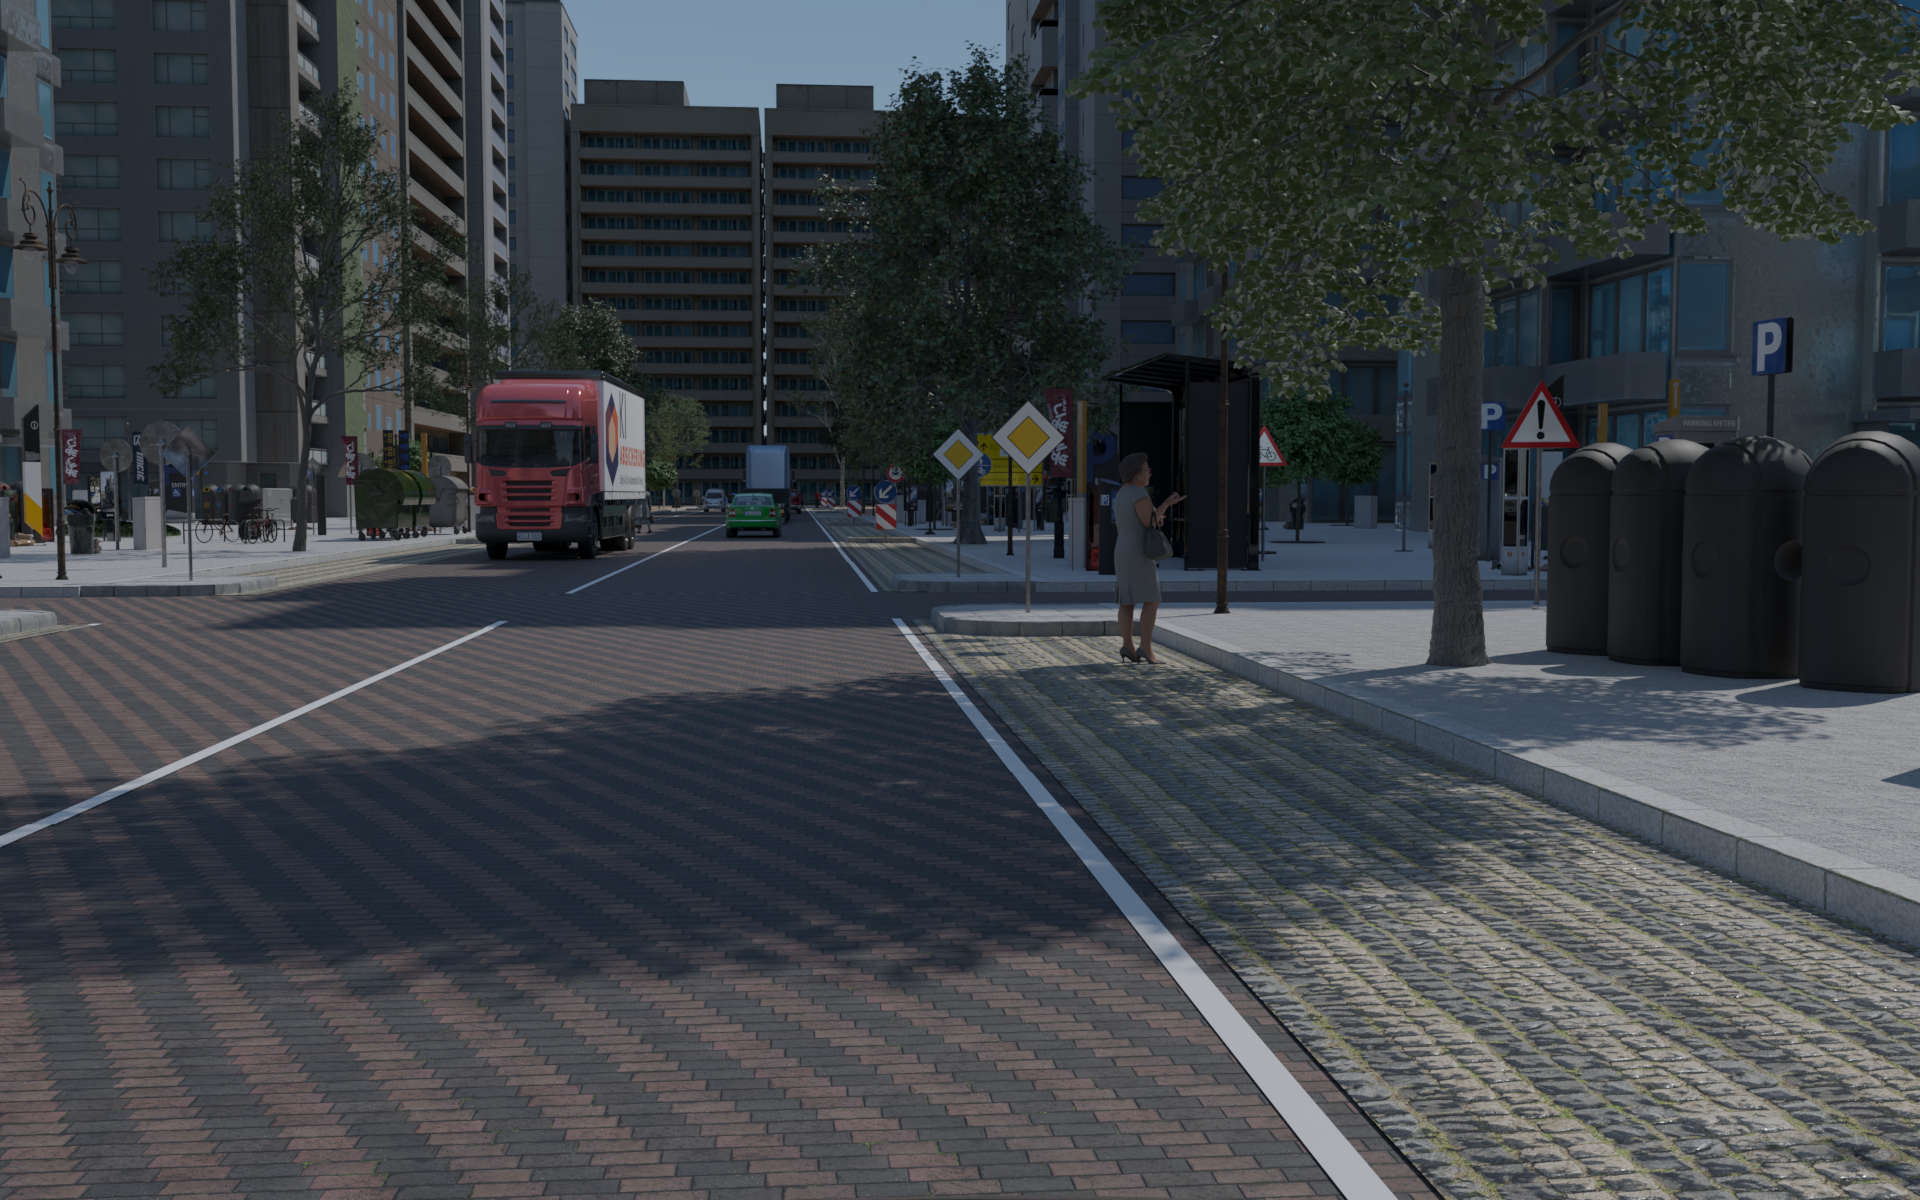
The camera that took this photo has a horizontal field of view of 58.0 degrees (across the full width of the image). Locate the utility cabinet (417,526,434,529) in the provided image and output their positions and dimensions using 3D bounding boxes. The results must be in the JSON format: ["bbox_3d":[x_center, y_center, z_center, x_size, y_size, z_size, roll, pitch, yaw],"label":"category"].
[{"bbox_3d":[-19.299,-3.108,61.983,1.020,1.237,0.306,0,4,-2],"label":"utility cabinet"}]

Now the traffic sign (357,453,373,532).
[{"bbox_3d":[-18.463,-3.256,53.335,0.768,2.556,0.104,0,4,-3],"label":"traffic sign"}]

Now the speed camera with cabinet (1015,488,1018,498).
[{"bbox_3d":[3.860,-6.087,93.864,2.038,3.252,0.660,3,5,43],"label":"speed camera with cabinet"}]

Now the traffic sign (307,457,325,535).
[{"bbox_3d":[-20.315,-3.254,54.380,0.795,2.450,0.064,0,4,-1],"label":"traffic sign"}]

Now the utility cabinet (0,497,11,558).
[{"bbox_3d":[-19.283,-1.417,34.324,0.306,1.237,1.020,0,4,5],"label":"utility cabinet"}]

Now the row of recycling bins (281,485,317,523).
[{"bbox_3d":[-29.629,-4.301,77.437,1.069,1.692,3.534,-2,4,-35],"label":"row of recycling bins"}]

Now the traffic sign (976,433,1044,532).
[{"bbox_3d":[1.656,-3.912,57.826,2.265,3.308,0.079,0,3,0],"label":"traffic sign"}]

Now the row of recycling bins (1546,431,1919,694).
[{"bbox_3d":[5.577,-0.344,12.744,1.069,1.692,3.534,-1,4,-17],"label":"row of recycling bins"}]

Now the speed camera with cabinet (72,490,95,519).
[{"bbox_3d":[-38.237,-4.903,74.507,2.038,3.252,0.660,-2,4,-28],"label":"speed camera with cabinet"}]

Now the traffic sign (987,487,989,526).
[{"bbox_3d":[1.114,-4.254,69.658,0.768,2.556,0.104,0,4,3],"label":"traffic sign"}]

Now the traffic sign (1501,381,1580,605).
[{"bbox_3d":[6.684,-1.223,20.005,0.884,2.594,0.081,0,4,4],"label":"traffic sign"}]

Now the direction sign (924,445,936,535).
[{"bbox_3d":[-0.951,-3.843,54.832,0.379,3.537,0.876,0,4,3],"label":"direction sign"}]

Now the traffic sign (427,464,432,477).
[{"bbox_3d":[-22.765,-4.536,74.275,0.768,2.556,0.104,0,3,0],"label":"traffic sign"}]

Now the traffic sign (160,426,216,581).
[{"bbox_3d":[-11.373,-1.340,25.558,0.795,2.450,0.064,0,4,-5],"label":"traffic sign"}]

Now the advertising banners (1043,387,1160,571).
[{"bbox_3d":[2.354,-1.994,28.789,2.074,3.025,0.090,-1,4,-18],"label":"advertising banners"}]

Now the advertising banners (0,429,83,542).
[{"bbox_3d":[-24.592,-3.070,46.380,2.074,3.025,0.090,-1,4,-20],"label":"advertising banners"}]

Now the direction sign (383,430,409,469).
[{"bbox_3d":[-19.917,-4.235,61.238,0.876,3.537,0.379,-2,4,-26],"label":"direction sign"}]

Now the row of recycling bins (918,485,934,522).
[{"bbox_3d":[-1.866,-4.441,79.720,1.069,1.692,3.534,1,4,9],"label":"row of recycling bins"}]

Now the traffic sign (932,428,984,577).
[{"bbox_3d":[-0.028,-1.405,26.616,0.795,2.450,0.064,0,4,-5],"label":"traffic sign"}]

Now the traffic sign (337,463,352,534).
[{"bbox_3d":[-19.563,-3.399,55.583,0.884,2.594,0.081,0,4,1],"label":"traffic sign"}]

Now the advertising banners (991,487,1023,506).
[{"bbox_3d":[2.161,-5.206,81.298,2.074,3.025,0.090,2,4,28],"label":"advertising banners"}]

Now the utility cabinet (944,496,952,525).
[{"bbox_3d":[-0.510,-3.671,71.190,0.306,1.237,1.020,0,4,-5],"label":"utility cabinet"}]

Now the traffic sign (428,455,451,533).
[{"bbox_3d":[-17.042,-3.463,56.726,0.768,2.556,0.104,0,4,-1],"label":"traffic sign"}]

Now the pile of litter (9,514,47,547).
[{"bbox_3d":[-23.269,-1.742,42.449,1.719,0.858,1.176,-3,5,-43],"label":"pile of litter"}]

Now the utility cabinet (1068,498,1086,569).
[{"bbox_3d":[2.168,-1.169,30.281,0.306,1.237,1.020,-1,4,-12],"label":"utility cabinet"}]

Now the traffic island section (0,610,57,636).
[{"bbox_3d":[-10.636,0.282,17.668,2.009,0.180,2.903,0,4,-5],"label":"traffic island section"}]

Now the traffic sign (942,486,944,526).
[{"bbox_3d":[-0.696,-4.259,69.741,0.768,2.556,0.104,0,4,2],"label":"traffic sign"}]

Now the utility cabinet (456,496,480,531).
[{"bbox_3d":[-17.404,-3.065,61.268,0.306,1.237,1.020,2,4,35],"label":"utility cabinet"}]

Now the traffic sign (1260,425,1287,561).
[{"bbox_3d":[5.766,-2.013,32.916,0.884,2.594,0.081,0,4,1],"label":"traffic sign"}]

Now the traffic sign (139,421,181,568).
[{"bbox_3d":[-13.897,-1.839,30.178,0.768,2.556,0.104,0,4,-3],"label":"traffic sign"}]

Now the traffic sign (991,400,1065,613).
[{"bbox_3d":[0.731,-0.919,18.667,0.795,2.450,0.064,0,4,-5],"label":"traffic sign"}]

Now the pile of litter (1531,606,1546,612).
[{"bbox_3d":[7.142,-0.324,19.260,1.719,0.858,1.176,0,4,-6],"label":"pile of litter"}]

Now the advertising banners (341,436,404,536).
[{"bbox_3d":[-17.792,-3.449,52.583,0.090,3.025,2.074,3,5,42],"label":"advertising banners"}]

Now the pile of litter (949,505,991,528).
[{"bbox_3d":[0.109,-3.166,65.731,1.176,0.858,1.719,3,4,37],"label":"pile of litter"}]

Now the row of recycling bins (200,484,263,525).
[{"bbox_3d":[-30.542,-4.008,72.644,3.534,1.692,1.069,2,4,32],"label":"row of recycling bins"}]

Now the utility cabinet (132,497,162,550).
[{"bbox_3d":[-18.851,-1.773,40.157,0.306,1.237,1.020,0,4,-5],"label":"utility cabinet"}]

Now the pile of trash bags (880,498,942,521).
[{"bbox_3d":[-2.782,-5.049,92.305,3.447,1.369,1.912,-3,5,-43],"label":"pile of trash bags"}]

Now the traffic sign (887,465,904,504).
[{"bbox_3d":[-2.730,-4.485,73.443,0.768,2.556,0.104,0,3,0],"label":"traffic sign"}]

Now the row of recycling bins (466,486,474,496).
[{"bbox_3d":[-21.137,-4.390,78.887,3.534,1.692,1.069,-2,4,-33],"label":"row of recycling bins"}]

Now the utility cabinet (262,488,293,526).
[{"bbox_3d":[-26.924,-3.651,68.378,0.318,1.500,1.173,2,4,29],"label":"utility cabinet"}]

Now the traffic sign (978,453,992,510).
[{"bbox_3d":[0.576,-3.211,52.601,0.768,2.556,0.104,0,4,4],"label":"traffic sign"}]

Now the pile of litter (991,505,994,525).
[{"bbox_3d":[1.308,-3.500,71.182,1.719,0.858,1.176,1,4,22],"label":"pile of litter"}]

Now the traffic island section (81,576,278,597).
[{"bbox_3d":[-11.395,-0.204,25.617,2.009,0.180,2.903,0,4,-5],"label":"traffic island section"}]

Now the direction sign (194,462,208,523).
[{"bbox_3d":[-34.069,-5.246,77.773,0.379,3.537,0.876,1,4,16],"label":"direction sign"}]

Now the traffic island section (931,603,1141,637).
[{"bbox_3d":[0.754,0.216,18.746,2.009,0.180,2.903,0,4,-5],"label":"traffic island section"}]

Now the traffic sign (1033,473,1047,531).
[{"bbox_3d":[2.570,-3.657,59.790,0.884,2.594,0.081,0,4,2],"label":"traffic sign"}]

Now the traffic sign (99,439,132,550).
[{"bbox_3d":[-19.384,-2.426,39.778,0.768,2.556,0.104,0,4,3],"label":"traffic sign"}]

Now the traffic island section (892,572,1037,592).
[{"bbox_3d":[-0.005,-0.270,26.696,2.009,0.180,2.903,0,4,-5],"label":"traffic island section"}]

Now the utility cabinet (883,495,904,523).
[{"bbox_3d":[-2.879,-4.029,77.038,1.020,1.237,0.306,1,4,9],"label":"utility cabinet"}]

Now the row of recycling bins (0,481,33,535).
[{"bbox_3d":[-30.288,-2.855,53.791,1.069,1.692,3.534,1,4,19],"label":"row of recycling bins"}]

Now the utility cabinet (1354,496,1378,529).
[{"bbox_3d":[15.045,-3.243,64.184,0.306,1.237,1.020,-2,4,-24],"label":"utility cabinet"}]

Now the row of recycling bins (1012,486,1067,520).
[{"bbox_3d":[3.555,-4.816,85.852,3.534,1.692,1.069,2,4,32],"label":"row of recycling bins"}]

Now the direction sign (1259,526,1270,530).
[{"bbox_3d":[10.886,-4.273,61.869,0.876,3.537,0.379,0,4,7],"label":"direction sign"}]

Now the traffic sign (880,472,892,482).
[{"bbox_3d":[-4.228,-6.064,99.248,0.768,2.556,0.104,0,4,-5],"label":"traffic sign"}]
